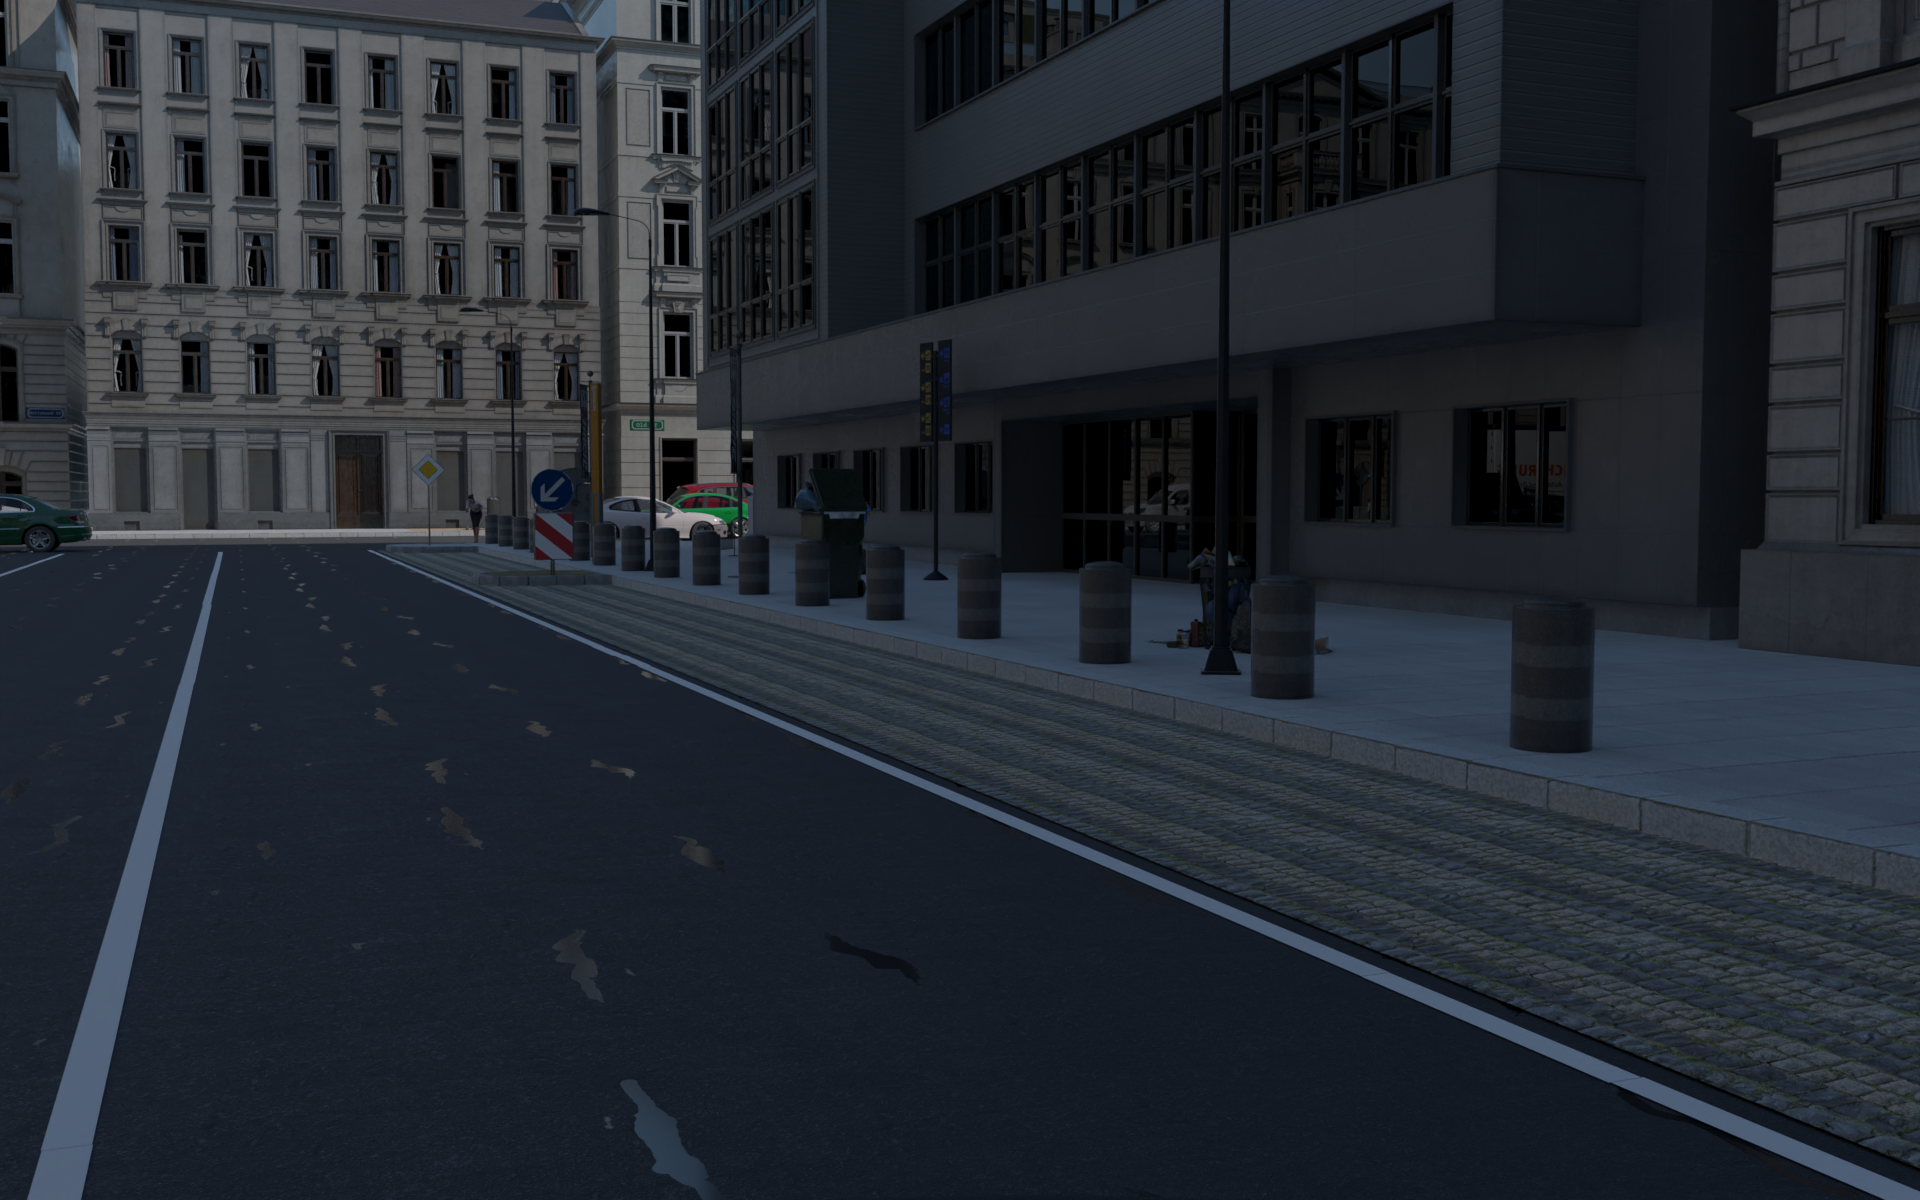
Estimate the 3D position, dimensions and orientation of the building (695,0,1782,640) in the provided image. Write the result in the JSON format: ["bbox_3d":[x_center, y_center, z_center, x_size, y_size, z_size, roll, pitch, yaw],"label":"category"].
[{"bbox_3d":[5.727,-12.914,30.209,14.314,24.678,30.058,-1,4,-23],"label":"building"}]

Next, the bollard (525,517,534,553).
[{"bbox_3d":[-9.222,-1.419,37.919,0.404,0.777,0.398,0,3,0],"label":"bollard"}]

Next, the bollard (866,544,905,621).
[{"bbox_3d":[-0.762,-0.182,17.694,0.404,0.777,0.398,0,3,0],"label":"bollard"}]

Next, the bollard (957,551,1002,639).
[{"bbox_3d":[0.172,-0.045,15.454,0.404,0.777,0.398,0,3,0],"label":"bollard"}]

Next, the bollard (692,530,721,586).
[{"bbox_3d":[-3.574,-0.594,24.421,0.404,0.777,0.398,0,3,0],"label":"bollard"}]

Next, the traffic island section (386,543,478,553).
[{"bbox_3d":[-13.243,-1.287,43.317,2.009,0.180,2.903,-1,4,-23],"label":"traffic island section"}]

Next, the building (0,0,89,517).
[{"bbox_3d":[-49.113,-14.671,58.954,34.723,24.649,14.460,-1,4,-23],"label":"building"}]

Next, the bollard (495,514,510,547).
[{"bbox_3d":[-11.100,-1.694,42.413,0.404,0.777,0.398,0,3,0],"label":"bollard"}]

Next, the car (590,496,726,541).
[{"bbox_3d":[-9.199,-2.344,50.681,4.827,1.381,2.083,-2,4,-23],"label":"car"}]

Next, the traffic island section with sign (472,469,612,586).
[{"bbox_3d":[-6.775,-1.174,27.817,1.989,1.847,2.006,-1,4,-23],"label":"traffic island section with sign"}]

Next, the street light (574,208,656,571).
[{"bbox_3d":[-5.603,-3.420,28.451,1.470,5.913,1.316,-1,4,-23],"label":"street light"}]

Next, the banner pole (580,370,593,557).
[{"bbox_3d":[-7.514,-2.747,34.936,0.401,3.779,0.863,0,4,7],"label":"banner pole"}]

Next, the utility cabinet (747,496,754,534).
[{"bbox_3d":[-5.133,-2.129,45.974,1.020,1.237,0.306,-3,5,-40],"label":"utility cabinet"}]

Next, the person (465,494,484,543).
[{"bbox_3d":[-13.950,-2.321,49.630,0.628,1.438,0.799,-2,4,-30],"label":"person"}]

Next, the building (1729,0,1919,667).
[{"bbox_3d":[14.307,-8.724,7.269,10.561,19.102,19.286,-1,4,-23],"label":"building"}]

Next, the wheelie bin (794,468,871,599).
[{"bbox_3d":[-1.609,-0.826,21.407,0.980,1.594,0.693,-2,4,-33],"label":"wheelie bin"}]

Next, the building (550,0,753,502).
[{"bbox_3d":[3.496,-18.720,82.491,44.131,29.872,17.030,-1,4,-23],"label":"building"}]

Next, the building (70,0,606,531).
[{"bbox_3d":[-23.710,-13.323,66.975,18.267,20.994,9.793,-1,4,-23],"label":"building"}]

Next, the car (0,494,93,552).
[{"bbox_3d":[-24.200,-1.898,42.830,4.920,1.459,2.131,-1,4,-22],"label":"car"}]

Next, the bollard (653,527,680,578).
[{"bbox_3d":[-4.514,-0.731,26.666,0.404,0.777,0.398,0,3,0],"label":"bollard"}]

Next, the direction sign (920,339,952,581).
[{"bbox_3d":[-0.360,-2.065,25.763,0.379,3.537,0.876,-2,4,-32],"label":"direction sign"}]

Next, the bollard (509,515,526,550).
[{"bbox_3d":[-10.160,-1.557,40.166,0.404,0.777,0.398,0,3,0],"label":"bollard"}]

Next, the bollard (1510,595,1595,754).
[{"bbox_3d":[2.987,0.366,8.736,0.404,0.777,0.398,0,3,0],"label":"bollard"}]

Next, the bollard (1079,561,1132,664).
[{"bbox_3d":[1.108,0.092,13.214,0.404,0.777,0.398,0,3,0],"label":"bollard"}]

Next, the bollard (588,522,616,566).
[{"bbox_3d":[-6.398,-1.006,31.165,0.404,0.777,0.398,0,3,0],"label":"bollard"}]

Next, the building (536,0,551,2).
[{"bbox_3d":[-40.403,-27.929,140.239,14.154,41.232,14.086,-1,4,-23],"label":"building"}]

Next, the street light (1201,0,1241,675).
[{"bbox_3d":[1.366,-2.415,12.025,1.470,5.913,1.316,-1,4,-23],"label":"street light"}]

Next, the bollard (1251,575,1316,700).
[{"bbox_3d":[2.048,0.229,10.974,0.404,0.777,0.398,0,3,0],"label":"bollard"}]

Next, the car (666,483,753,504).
[{"bbox_3d":[-7.361,-3.053,58.587,5.304,1.827,2.281,-2,4,-24],"label":"car"}]

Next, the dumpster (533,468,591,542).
[{"bbox_3d":[-8.908,-2.049,39.265,1.264,1.857,1.865,-1,4,-23],"label":"dumpster"}]

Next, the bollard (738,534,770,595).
[{"bbox_3d":[-2.638,-0.456,22.177,0.404,0.777,0.398,0,3,0],"label":"bollard"}]

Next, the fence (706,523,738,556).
[{"bbox_3d":[-4.788,-1.181,34.689,0.278,0.683,2.069,1,4,8],"label":"fence"}]

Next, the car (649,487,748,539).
[{"bbox_3d":[-8.597,-2.868,55.694,4.718,1.807,1.959,-1,4,-21],"label":"car"}]

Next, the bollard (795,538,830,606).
[{"bbox_3d":[-1.700,-0.319,19.933,0.404,0.777,0.398,0,3,0],"label":"bollard"}]

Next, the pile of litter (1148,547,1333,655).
[{"bbox_3d":[2.346,-0.032,14.495,1.176,0.858,1.719,-2,4,-26],"label":"pile of litter"}]

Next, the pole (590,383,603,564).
[{"bbox_3d":[-6.680,-2.326,31.871,0.158,3.312,0.155,0,3,0],"label":"pole"}]

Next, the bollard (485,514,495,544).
[{"bbox_3d":[-12.047,-1.832,44.671,0.404,0.777,0.398,0,3,0],"label":"bollard"}]

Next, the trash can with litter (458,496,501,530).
[{"bbox_3d":[-17.077,-3.112,61.943,2.233,1.210,1.678,-3,5,-45],"label":"trash can with litter"}]

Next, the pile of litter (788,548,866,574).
[{"bbox_3d":[-1.920,-0.861,28.041,1.719,0.858,1.176,2,4,29],"label":"pile of litter"}]

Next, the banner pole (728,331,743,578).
[{"bbox_3d":[-3.407,-2.225,26.389,0.401,3.779,0.863,0,4,5],"label":"banner pole"}]

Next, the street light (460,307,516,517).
[{"bbox_3d":[-11.750,-4.332,43.364,1.470,5.913,1.316,-1,4,-23],"label":"street light"}]

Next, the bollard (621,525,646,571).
[{"bbox_3d":[-5.456,-0.869,28.920,0.404,0.777,0.398,0,3,0],"label":"bollard"}]

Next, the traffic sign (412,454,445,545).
[{"bbox_3d":[-13.262,-2.421,43.232,0.795,2.450,0.064,-1,4,-23],"label":"traffic sign"}]

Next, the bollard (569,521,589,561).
[{"bbox_3d":[-7.337,-1.144,33.414,0.404,0.777,0.398,0,3,0],"label":"bollard"}]
